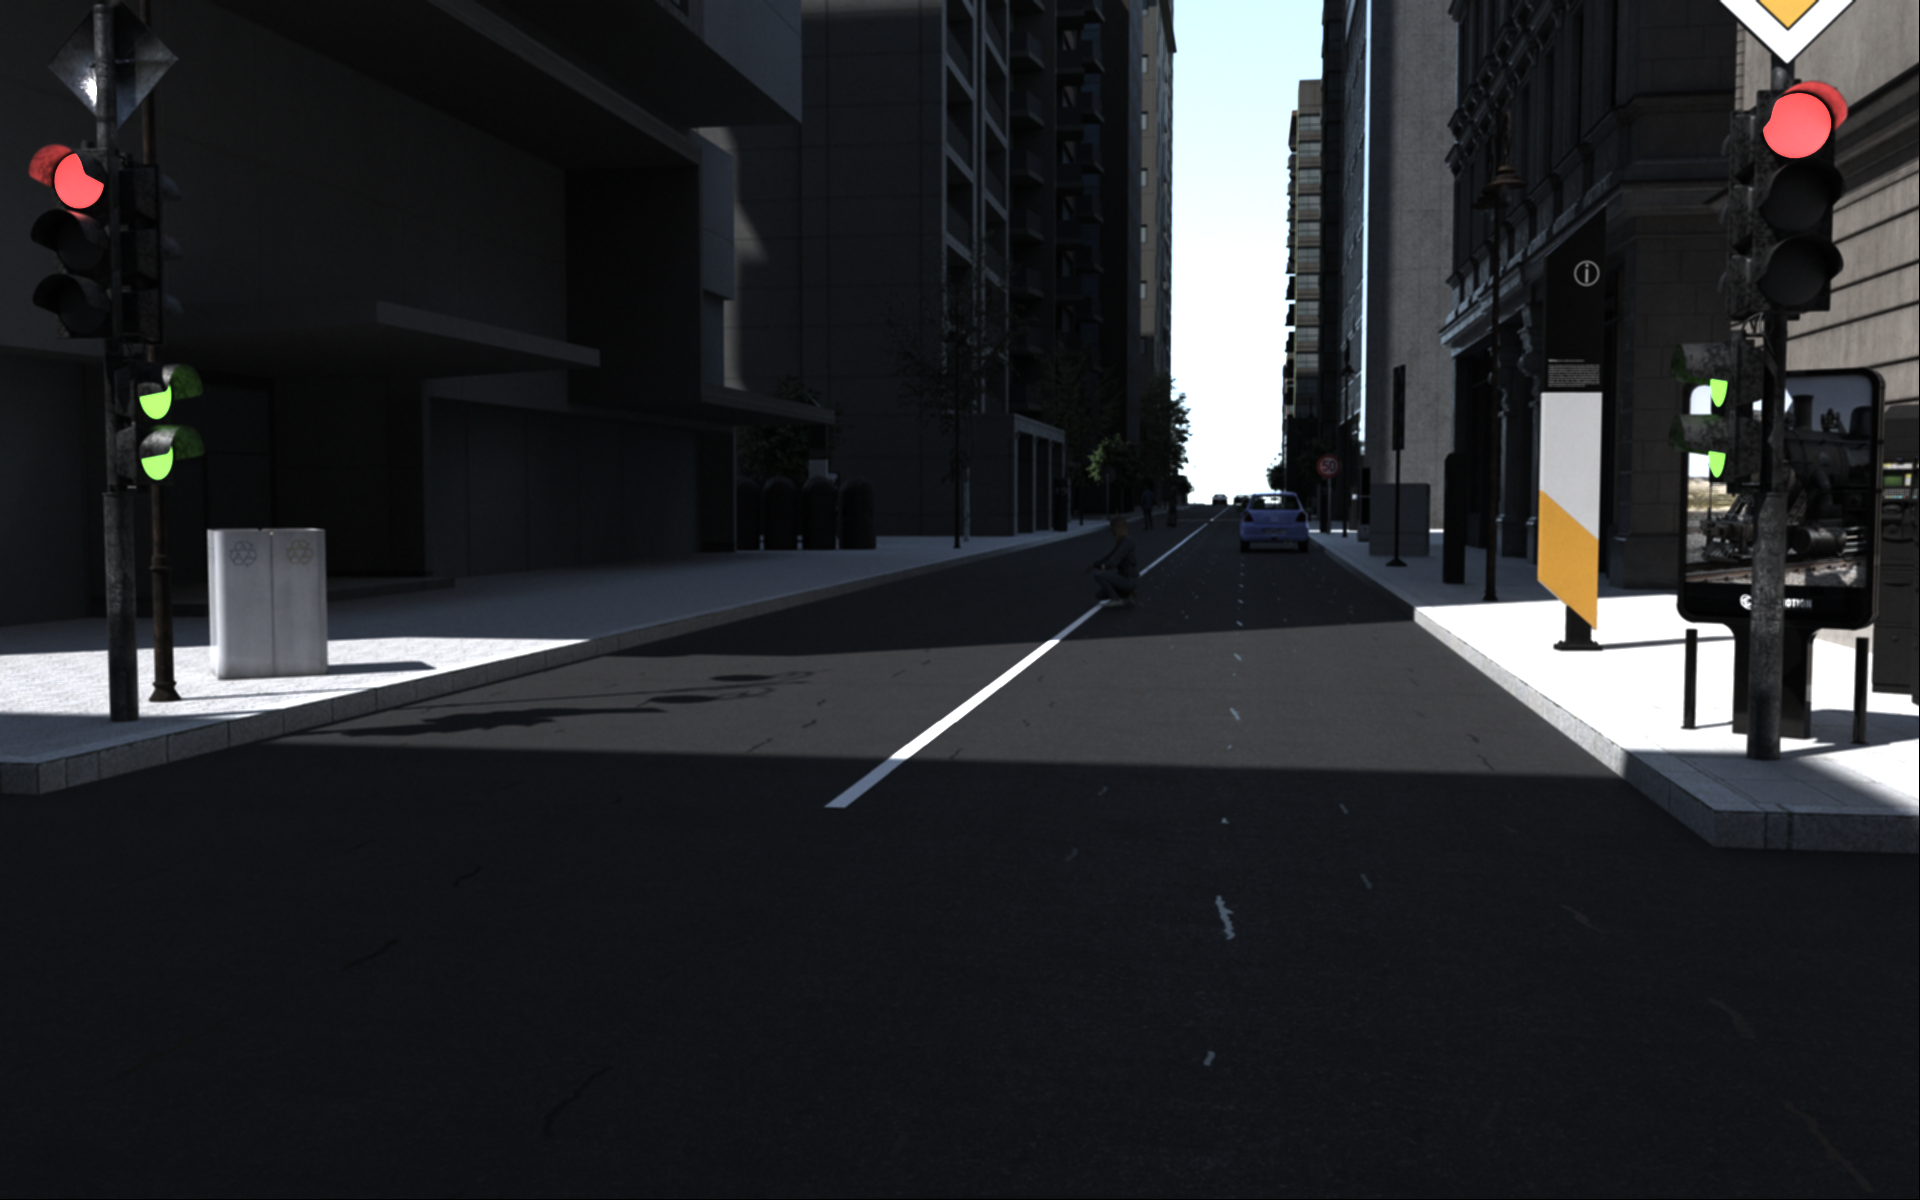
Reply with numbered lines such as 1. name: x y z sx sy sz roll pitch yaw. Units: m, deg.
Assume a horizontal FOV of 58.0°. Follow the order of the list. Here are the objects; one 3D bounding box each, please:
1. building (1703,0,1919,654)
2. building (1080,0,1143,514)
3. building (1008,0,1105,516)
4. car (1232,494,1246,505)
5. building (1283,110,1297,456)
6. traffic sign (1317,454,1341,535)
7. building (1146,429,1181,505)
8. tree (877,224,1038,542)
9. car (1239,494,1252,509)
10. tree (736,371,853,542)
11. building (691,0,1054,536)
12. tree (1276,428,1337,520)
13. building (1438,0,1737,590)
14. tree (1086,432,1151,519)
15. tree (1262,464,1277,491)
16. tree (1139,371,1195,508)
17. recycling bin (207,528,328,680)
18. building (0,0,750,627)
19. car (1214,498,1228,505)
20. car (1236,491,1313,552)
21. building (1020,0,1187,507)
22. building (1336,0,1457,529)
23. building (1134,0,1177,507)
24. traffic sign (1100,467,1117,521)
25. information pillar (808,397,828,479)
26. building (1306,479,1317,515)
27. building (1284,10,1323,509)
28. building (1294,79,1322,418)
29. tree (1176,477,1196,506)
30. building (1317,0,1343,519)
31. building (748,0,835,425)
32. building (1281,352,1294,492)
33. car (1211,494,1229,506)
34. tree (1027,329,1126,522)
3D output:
1. building: 16.339 -9.026 12.199 19.286 19.102 10.561 1 4 9
2. building: 5.228 -28.747 120.123 14.600 45.320 14.200 1 4 9
3. building: -3.369 -27.226 99.770 22.147 44.769 28.867 1 4 9
4. car: 35.709 -12.747 220.203 2.131 1.459 4.920 1 4 10
5. building: 47.713 -32.976 193.786 22.147 44.769 28.867 1 4 9
6. traffic sign: 11.680 -3.350 54.879 0.768 2.556 0.104 1 4 15
7. building: 10.353 -31.606 208.642 32.217 40.220 23.993 1 4 9
8. tree: -0.057 -5.887 46.609 4.360 8.622 3.978 0 3 0
9. car: 23.370 -7.726 138.125 2.131 1.459 4.920 1 4 9
10. tree: -4.564 -3.832 46.374 4.285 4.588 4.351 0 3 0
11. building: -6.752 -38.152 62.037 20.563 71.187 20.611 1 4 9
12. tree: 18.402 -6.278 86.360 4.285 4.588 4.351 0 3 0
13. building: 16.541 -11.660 41.549 10.553 20.767 40.483 1 4 9
14. tree: 8.327 -6.561 90.991 4.285 4.588 4.351 0 3 0
15. tree: 30.441 -11.066 164.636 4.285 4.588 4.351 0 3 0
16. tree: 18.211 -14.796 160.046 7.486 12.596 7.792 0 3 0
17. recycling bin: -4.944 0.012 12.362 0.722 1.027 0.722 -2 4 -28
18. building: -18.110 -26.654 25.027 28.713 52.752 27.495 1 4 9
19. car: 33.355 -12.849 221.871 2.131 1.459 4.920 1 4 9
20. car: 7.983 -2.104 43.993 1.945 1.707 3.694 1 4 10
21. building: 19.861 -48.381 229.287 20.563 71.187 20.611 1 4 9
22. building: 22.300 -15.498 71.417 12.078 24.808 19.932 1 4 9
23. building: 7.803 -36.294 182.637 28.713 52.752 27.495 1 4 9
24. traffic sign: 6.944 -4.958 81.162 0.768 2.556 0.104 1 4 15
25. information pillar: -3.422 -3.076 41.640 0.504 3.616 0.183 1 4 23
26. building: 39.000 -25.610 110.608 32.217 40.220 23.993 1 4 9
27. building: 37.839 -50.430 137.201 22.319 86.520 31.000 1 4 9
28. building: 40.624 -29.954 173.334 14.154 41.232 14.086 1 4 9
29. tree: 24.959 -12.106 192.535 1.663 3.219 1.824 0 3 0
30. building: 26.561 -19.693 93.680 14.160 30.474 14.107 1 4 9
31. building: 0.648 -33.817 142.149 28.713 52.752 27.495 1 4 9
32. building: 55.736 -23.116 222.991 27.650 21.520 28.899 1 4 9
33. car: 31.806 -12.418 212.070 2.155 1.783 4.494 1 4 9
34. tree: 5.178 -7.809 78.040 4.737 8.622 4.395 0 3 0
